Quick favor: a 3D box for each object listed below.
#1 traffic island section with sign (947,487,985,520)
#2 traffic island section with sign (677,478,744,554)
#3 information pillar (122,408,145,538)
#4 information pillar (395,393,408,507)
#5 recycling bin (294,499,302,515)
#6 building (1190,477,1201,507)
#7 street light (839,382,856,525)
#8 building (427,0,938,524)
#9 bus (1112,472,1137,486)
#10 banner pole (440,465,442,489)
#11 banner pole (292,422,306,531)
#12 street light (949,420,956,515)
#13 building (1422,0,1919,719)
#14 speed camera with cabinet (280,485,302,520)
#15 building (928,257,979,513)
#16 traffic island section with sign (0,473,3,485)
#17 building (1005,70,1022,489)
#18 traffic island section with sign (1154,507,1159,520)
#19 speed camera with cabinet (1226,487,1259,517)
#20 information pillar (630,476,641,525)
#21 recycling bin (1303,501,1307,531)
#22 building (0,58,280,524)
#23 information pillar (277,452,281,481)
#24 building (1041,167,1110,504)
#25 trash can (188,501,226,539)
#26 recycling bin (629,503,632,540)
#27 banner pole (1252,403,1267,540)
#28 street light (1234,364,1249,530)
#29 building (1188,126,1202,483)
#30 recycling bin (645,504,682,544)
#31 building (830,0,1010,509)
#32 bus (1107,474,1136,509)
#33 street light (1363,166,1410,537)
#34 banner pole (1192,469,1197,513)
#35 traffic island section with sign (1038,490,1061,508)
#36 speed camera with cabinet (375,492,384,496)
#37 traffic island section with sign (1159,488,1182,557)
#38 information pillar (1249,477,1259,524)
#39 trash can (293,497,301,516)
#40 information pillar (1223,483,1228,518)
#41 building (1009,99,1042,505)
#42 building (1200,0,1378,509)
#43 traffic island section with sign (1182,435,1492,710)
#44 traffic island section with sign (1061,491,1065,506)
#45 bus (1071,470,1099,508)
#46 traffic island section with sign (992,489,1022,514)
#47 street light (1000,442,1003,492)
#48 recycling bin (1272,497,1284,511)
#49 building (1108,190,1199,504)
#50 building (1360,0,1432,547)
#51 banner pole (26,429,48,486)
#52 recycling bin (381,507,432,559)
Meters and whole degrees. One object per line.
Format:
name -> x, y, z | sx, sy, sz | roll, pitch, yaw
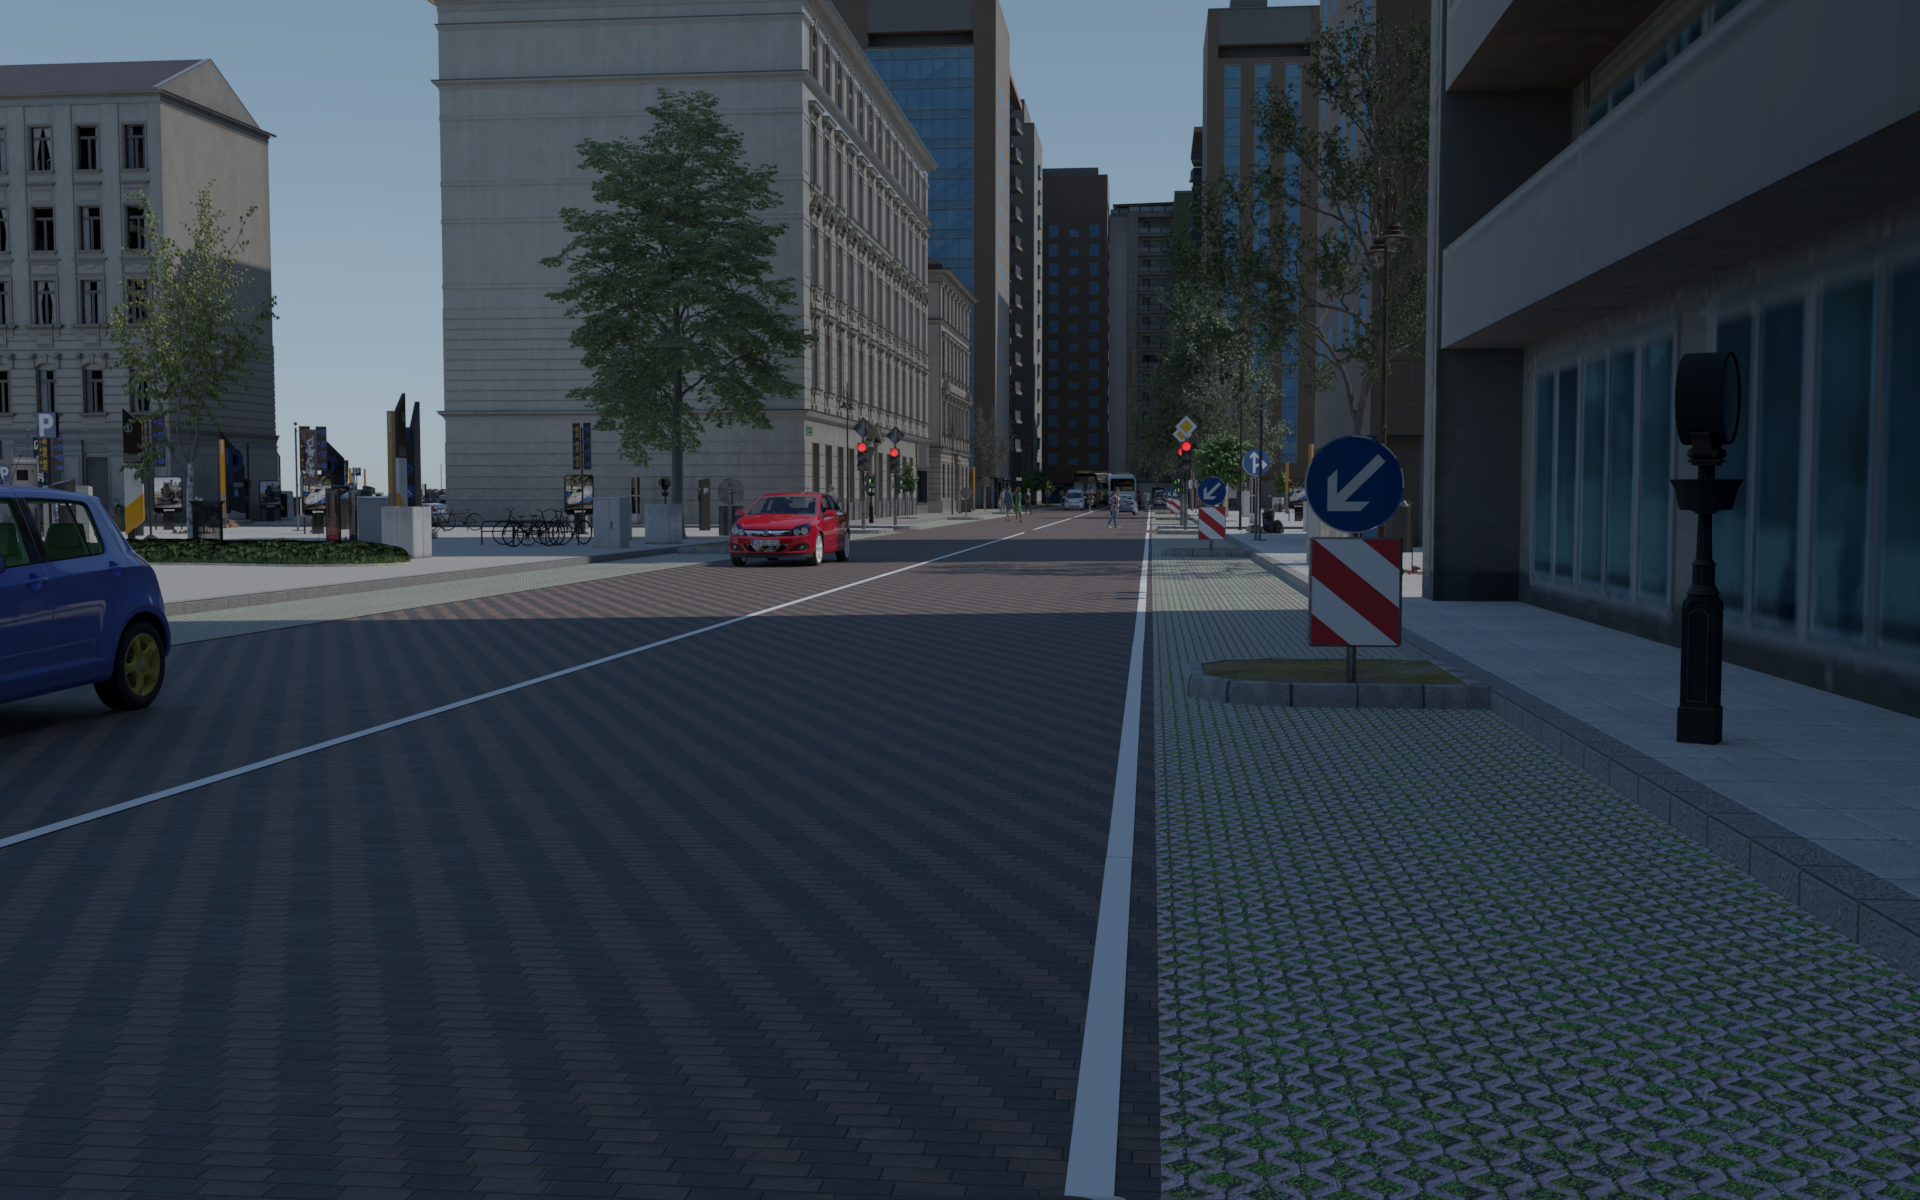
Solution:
traffic island section with sign -> 0.366, -5.347, 96.046 | 1.989, 1.847, 2.006 | 0, 4, 6
traffic island section with sign -> -5.606, -2.029, 41.809 | 1.989, 1.847, 2.006 | 0, 4, 6
information pillar -> -22.480, -3.408, 47.082 | 0.504, 3.616, 0.183 | -1, 4, -12
information pillar -> -12.883, -2.973, 39.958 | 0.183, 3.616, 0.504 | 0, 4, 3
recycling bin -> -41.276, -5.810, 107.543 | 0.722, 1.027, 0.722 | -1, 4, -17
building -> 39.891, -29.603, 175.897 | 32.217, 40.220, 23.993 | 0, 4, 6
street light -> -4.659, -6.053, 71.749 | 0.468, 5.910, 1.993 | 0, 4, 6
building -> -12.020, -19.445, 94.336 | 17.030, 29.872, 44.131 | 0, 4, 6
bus -> 17.836, -12.105, 189.461 | 2.896, 3.916, 12.252 | 0, 4, 6
banner pole -> -43.795, -9.555, 146.241 | 0.401, 3.779, 0.863 | -1, 4, -17
banner pole -> -22.939, -4.302, 60.348 | 0.401, 3.779, 0.863 | 2, 4, 24
street light -> -0.486, -8.309, 108.637 | 0.468, 5.910, 1.993 | 0, 4, 6
building -> 15.198, -23.538, 8.547 | 21.300, 48.544, 21.600 | 0, 4, 6
speed camera with cabinet -> -33.055, -5.597, 85.838 | 2.038, 3.252, 0.660 | -1, 4, -13
building -> -4.858, -15.969, 125.718 | 10.561, 19.102, 19.286 | 0, 4, 6
traffic island section with sign -> -8.636, -0.352, 14.383 | 1.989, 1.847, 2.006 | 0, 4, 6
building -> -5.274, -31.896, 176.123 | 22.147, 44.769, 28.867 | 0, 4, 6
traffic island section with sign -> 11.752, -5.285, 95.035 | 1.989, 1.847, 2.006 | 0, 4, 6
speed camera with cabinet -> 15.758, -6.273, 96.900 | 2.038, 3.252, 0.660 | 0, 4, -3
information pillar -> -13.554, -4.149, 72.328 | 0.304, 2.012, 0.304 | 1, 4, 20
recycling bin -> 12.223, -2.863, 59.364 | 0.722, 1.027, 0.722 | -1, 4, -11
building -> -42.480, -14.122, 80.044 | 18.267, 20.994, 9.793 | 0, 4, 6
information pillar -> -35.167, -5.989, 89.281 | 0.504, 3.616, 0.183 | 3, 5, 40
building -> 13.138, -35.885, 236.832 | 14.200, 45.320, 14.600 | 0, 4, 6
trash can -> -16.110, -1.556, 37.090 | 0.748, 1.137, 0.748 | 0, 3, 0
recycling bin -> -9.602, -2.180, 48.205 | 0.722, 1.027, 0.722 | 1, 4, 16
banner pole -> 8.367, -3.555, 48.145 | 0.401, 3.779, 0.863 | 1, 4, 15
street light -> 9.970, -5.423, 61.458 | 0.468, 5.910, 1.993 | 0, 4, 6
building -> 37.976, -33.527, 202.792 | 22.147, 44.769, 28.867 | 0, 4, 6
recycling bin -> -7.631, -1.958, 44.562 | 0.722, 1.027, 0.722 | 1, 4, 20
building -> -3.075, -30.817, 153.965 | 14.600, 45.320, 14.200 | 0, 4, 6
bus -> 15.761, -10.629, 168.649 | 2.948, 3.499, 13.247 | 0, 4, 5
street light -> 6.080, -3.183, 24.834 | 0.468, 5.910, 1.993 | 0, 4, 6
banner pole -> 15.915, -7.792, 117.414 | 0.401, 3.779, 0.863 | -1, 4, -17
traffic island section with sign -> 8.806, -10.022, 172.479 | 1.989, 1.847, 2.006 | 0, 4, 6
speed camera with cabinet -> -44.926, -8.607, 135.063 | 2.038, 3.252, 0.660 | -1, 4, -23
traffic island section with sign -> 5.672, -1.916, 39.952 | 1.989, 1.847, 2.006 | 0, 4, 6
information pillar -> 12.711, -4.305, 74.882 | 0.304, 2.012, 0.304 | -1, 4, -11
trash can -> -38.848, -5.473, 101.141 | 0.748, 1.137, 0.748 | 0, 3, 0
information pillar -> 14.406, -6.283, 94.078 | 0.183, 3.616, 0.504 | -1, 4, -21
building -> -1.187, -35.911, 210.850 | 21.600, 48.544, 21.300 | 0, 4, 6
building -> 29.129, -31.043, 157.657 | 14.600, 45.320, 14.200 | 0, 4, 6
traffic island section with sign -> 2.641, -0.236, 12.480 | 1.989, 1.847, 2.006 | 0, 4, 6
traffic island section with sign -> 11.761, -11.660, 199.273 | 1.989, 1.847, 2.006 | 0, 4, 6
bus -> 13.285, -11.755, 183.737 | 2.896, 3.916, 12.252 | 0, 4, 4
traffic island section with sign -> 3.363, -6.999, 123.062 | 1.989, 1.847, 2.006 | 0, 4, 6
street light -> 3.527, -10.570, 145.610 | 0.468, 5.910, 1.993 | 0, 4, 6
recycling bin -> 23.690, -7.120, 128.965 | 0.722, 1.027, 0.722 | 1, 4, 21
building -> 27.238, -33.774, 235.792 | 14.086, 41.232, 14.154 | 0, 4, 6
building -> 17.408, -24.235, 46.349 | 14.600, 45.320, 14.200 | 0, 4, 6
banner pole -> -35.623, -4.695, 66.774 | 0.863, 3.779, 0.401 | -2, 4, -30
recycling bin -> -11.073, -1.353, 34.669 | 0.722, 1.027, 0.722 | 1, 4, 13
